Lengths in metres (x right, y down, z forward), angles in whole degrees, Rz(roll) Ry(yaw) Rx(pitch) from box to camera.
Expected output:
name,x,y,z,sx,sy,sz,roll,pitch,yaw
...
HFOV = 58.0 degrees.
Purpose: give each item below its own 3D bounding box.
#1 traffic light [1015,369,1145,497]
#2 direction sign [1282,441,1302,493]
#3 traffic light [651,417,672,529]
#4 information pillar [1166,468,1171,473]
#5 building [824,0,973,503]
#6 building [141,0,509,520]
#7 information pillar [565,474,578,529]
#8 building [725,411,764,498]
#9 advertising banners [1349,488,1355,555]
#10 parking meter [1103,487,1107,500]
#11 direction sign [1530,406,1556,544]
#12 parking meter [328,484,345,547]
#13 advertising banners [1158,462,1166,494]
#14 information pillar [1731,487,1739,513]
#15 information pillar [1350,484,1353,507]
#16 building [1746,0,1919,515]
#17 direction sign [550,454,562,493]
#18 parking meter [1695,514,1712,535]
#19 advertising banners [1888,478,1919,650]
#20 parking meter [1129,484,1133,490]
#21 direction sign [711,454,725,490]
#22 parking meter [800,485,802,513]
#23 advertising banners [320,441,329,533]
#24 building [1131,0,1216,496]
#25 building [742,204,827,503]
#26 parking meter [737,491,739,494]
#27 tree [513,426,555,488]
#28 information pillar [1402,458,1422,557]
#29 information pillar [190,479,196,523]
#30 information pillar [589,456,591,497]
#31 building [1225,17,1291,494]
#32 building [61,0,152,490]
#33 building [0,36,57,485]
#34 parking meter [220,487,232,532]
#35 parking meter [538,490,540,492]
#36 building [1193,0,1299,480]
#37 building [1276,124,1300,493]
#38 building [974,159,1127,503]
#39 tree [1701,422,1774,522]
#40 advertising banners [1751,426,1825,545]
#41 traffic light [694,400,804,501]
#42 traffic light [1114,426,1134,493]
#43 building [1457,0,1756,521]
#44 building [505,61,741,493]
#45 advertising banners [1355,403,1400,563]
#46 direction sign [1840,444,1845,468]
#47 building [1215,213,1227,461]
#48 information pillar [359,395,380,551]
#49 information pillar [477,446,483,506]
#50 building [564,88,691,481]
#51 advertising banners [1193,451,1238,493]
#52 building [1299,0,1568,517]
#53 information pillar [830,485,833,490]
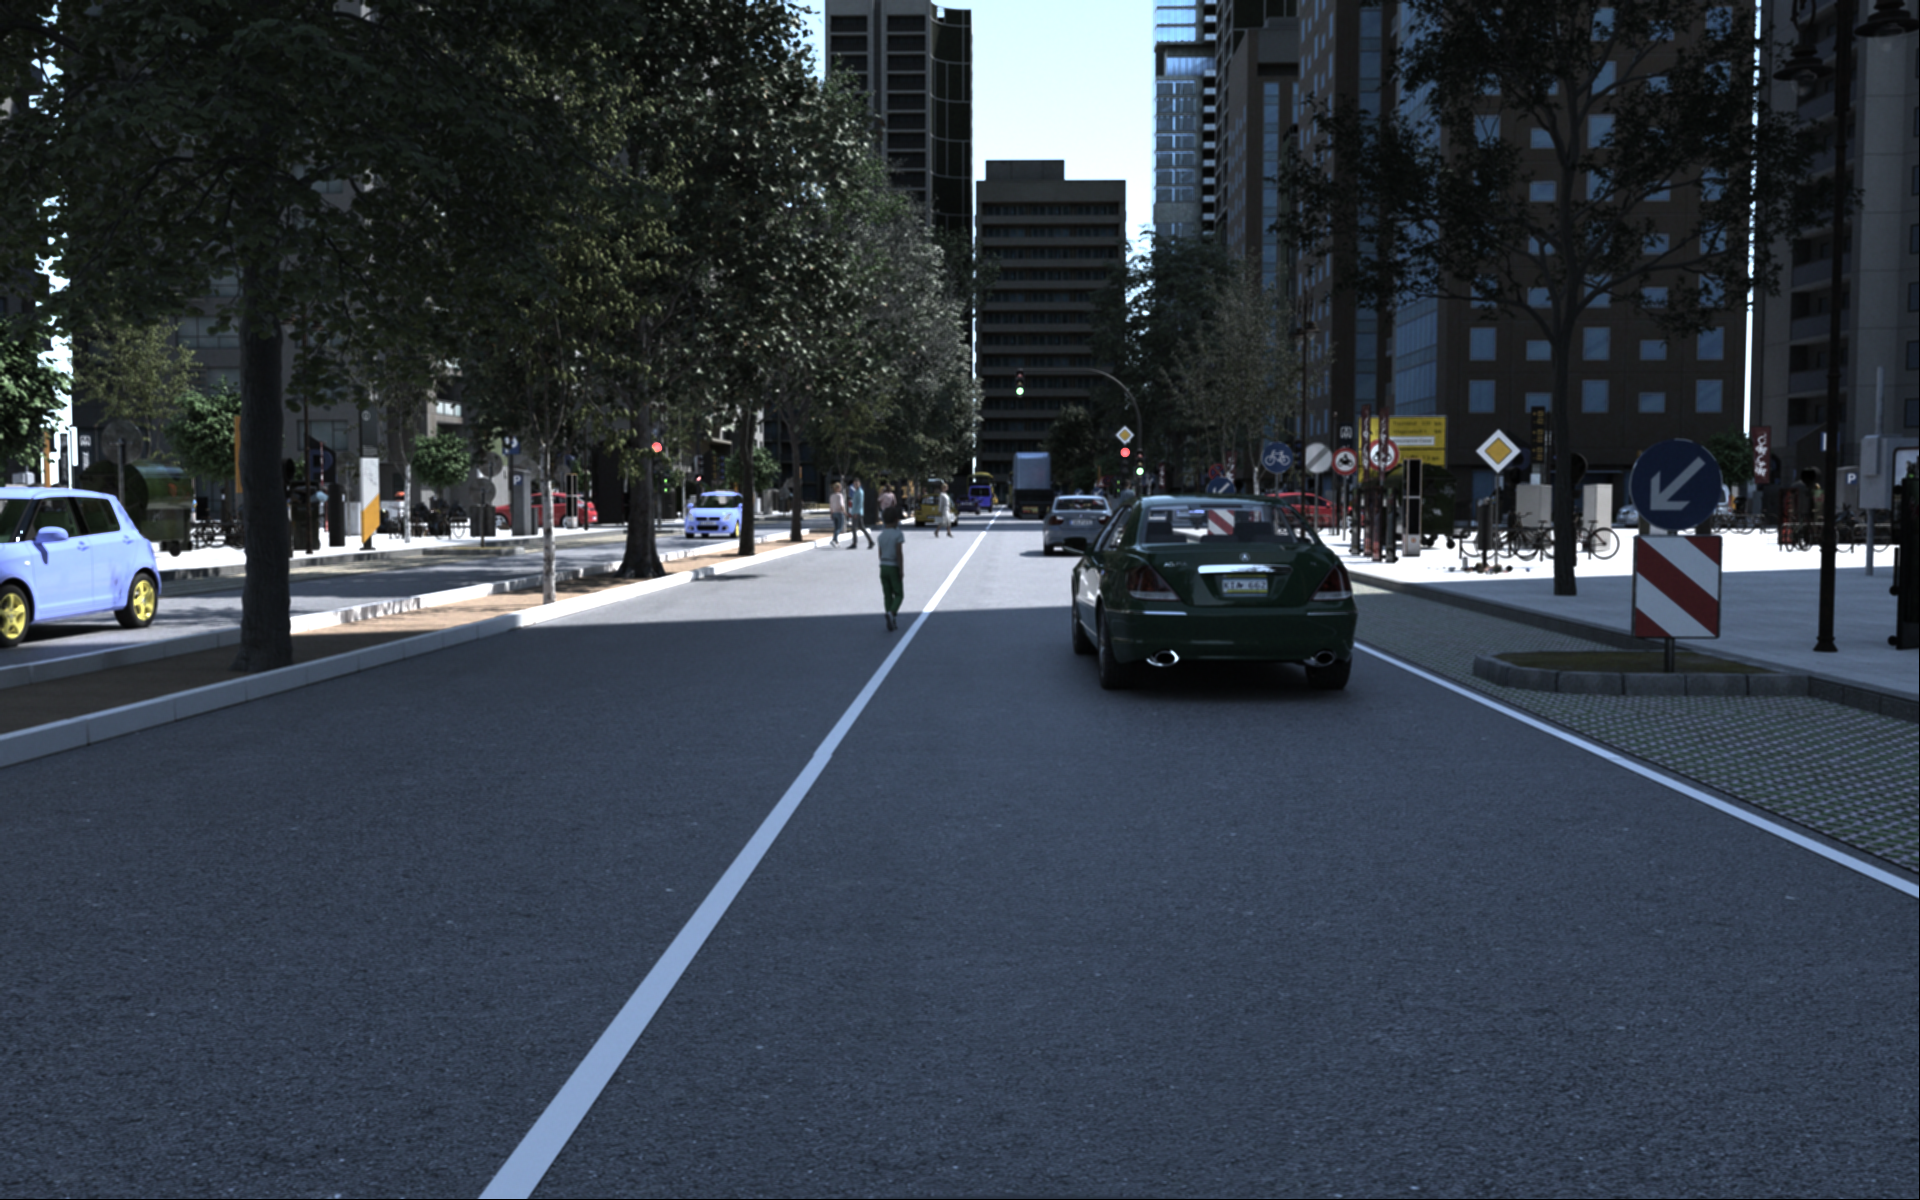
name,x,y,z,sx,sy,sz,roll,pitch,yaw
traffic light,4.391,-5.396,62.890,4.771,5.953,1.251,0,4,2
direction sign,14.180,-5.005,73.822,0.379,3.537,0.876,-3,5,-43
traffic light,-11.019,-4.560,63.479,0.839,4.253,0.868,0,4,2
information pillar,15.201,-8.305,127.144,0.504,3.616,0.183,-1,4,-14
building,-8.513,-49.842,253.174,20.611,71.187,20.563,0,4,2
building,-33.166,-24.962,91.718,14.154,41.232,14.086,0,4,2
information pillar,-14.164,-3.589,63.170,0.304,2.012,0.304,2,4,23
building,-30.414,-26.319,202.018,14.107,30.474,14.160,0,4,2
advertising banners,8.412,-2.411,35.614,0.090,3.025,2.074,0,4,-7
parking meter,10.276,-7.188,123.235,0.399,1.863,0.255,-2,4,-27
direction sign,15.172,-3.225,44.733,0.876,3.537,0.379,0,4,7
parking meter,-15.186,-2.066,42.190,0.372,1.533,0.369,0,3,0
advertising banners,11.733,-6.042,94.979,2.074,3.025,0.090,-1,4,-21
information pillar,50.545,-6.633,112.942,0.304,2.012,0.304,-1,4,-11
information pillar,20.395,-6.011,89.640,0.504,3.616,0.183,-1,4,-17
building,61.256,-33.746,93.745,28.212,58.520,21.231,0,4,2
direction sign,-21.522,-6.133,92.267,0.876,3.537,0.379,2,4,34
parking meter,18.629,-2.139,43.378,0.372,1.533,0.369,0,3,0
advertising banners,8.511,-1.132,14.700,2.074,3.025,0.090,-2,4,-34
parking meter,9.813,-5.783,100.271,0.399,1.863,0.255,3,5,39
direction sign,-13.734,-6.502,98.310,0.876,3.537,0.379,-3,5,-41
parking meter,-10.944,-6.832,117.410,0.399,1.863,0.255,0,4,6
advertising banners,-21.287,-3.787,58.101,0.090,3.025,2.074,-1,4,-12
building,39.688,-57.486,252.575,31.000,86.520,22.319,0,4,2
building,-33.688,-36.735,255.236,28.867,44.769,22.147,0,4,2
parking meter,-17.757,-7.896,137.515,0.372,1.533,0.369,0,3,0
tree,-25.223,-9.428,104.516,4.360,8.622,3.978,0,3,0
information pillar,9.250,-1.894,35.455,0.304,2.012,0.304,0,4,-4
information pillar,-33.811,-4.381,76.122,0.304,2.012,0.304,0,4,-7
information pillar,-22.513,-6.979,105.460,0.183,3.616,0.504,0,4,-4
building,33.101,-31.460,164.475,14.600,45.320,14.200,0,4,2
building,-42.268,-32.508,120.748,28.713,52.752,27.495,0,4,2
building,-67.214,-33.755,93.895,28.212,58.520,21.231,0,4,2
parking meter,-24.791,-3.063,58.490,0.372,1.533,0.369,0,3,0
parking meter,-23.568,-5.389,96.519,0.372,1.533,0.369,0,3,0
building,37.953,-46.313,195.469,20.563,71.187,20.611,0,4,2
building,32.196,-22.417,138.214,14.160,30.474,14.107,0,4,2
building,12.980,-38.507,253.297,21.600,48.544,21.300,0,4,2
tree,34.983,-5.810,78.708,4.285,4.588,4.351,0,3,0
advertising banners,21.114,-2.926,44.035,0.090,3.025,2.074,-3,5,-43
traffic light,-8.684,-5.918,71.433,4.771,5.953,1.251,0,4,2
traffic light,6.726,-5.017,70.950,0.839,4.253,0.868,0,4,2
building,30.634,-26.833,88.835,14.200,45.320,14.600,0,4,2
building,-38.022,-36.193,181.001,28.713,52.752,27.495,0,4,2
advertising banners,7.961,-2.248,32.936,0.090,3.025,2.074,0,4,-6
direction sign,39.982,-5.293,78.529,0.379,3.537,0.876,1,4,18
building,33.351,-24.943,179.516,14.160,30.474,14.107,0,4,2
information pillar,-13.479,-2.944,39.494,0.183,3.616,0.504,2,4,30
information pillar,-15.555,-3.961,56.120,0.183,3.616,0.504,0,4,-5
building,-34.321,-43.918,156.308,20.563,71.187,20.611,0,4,2
advertising banners,10.312,-4.533,70.300,2.074,3.025,0.090,2,4,33
building,30.624,-28.476,115.686,14.600,45.320,14.200,0,4,2
information pillar,-10.548,-8.449,142.627,0.304,2.012,0.304,-2,4,-28
